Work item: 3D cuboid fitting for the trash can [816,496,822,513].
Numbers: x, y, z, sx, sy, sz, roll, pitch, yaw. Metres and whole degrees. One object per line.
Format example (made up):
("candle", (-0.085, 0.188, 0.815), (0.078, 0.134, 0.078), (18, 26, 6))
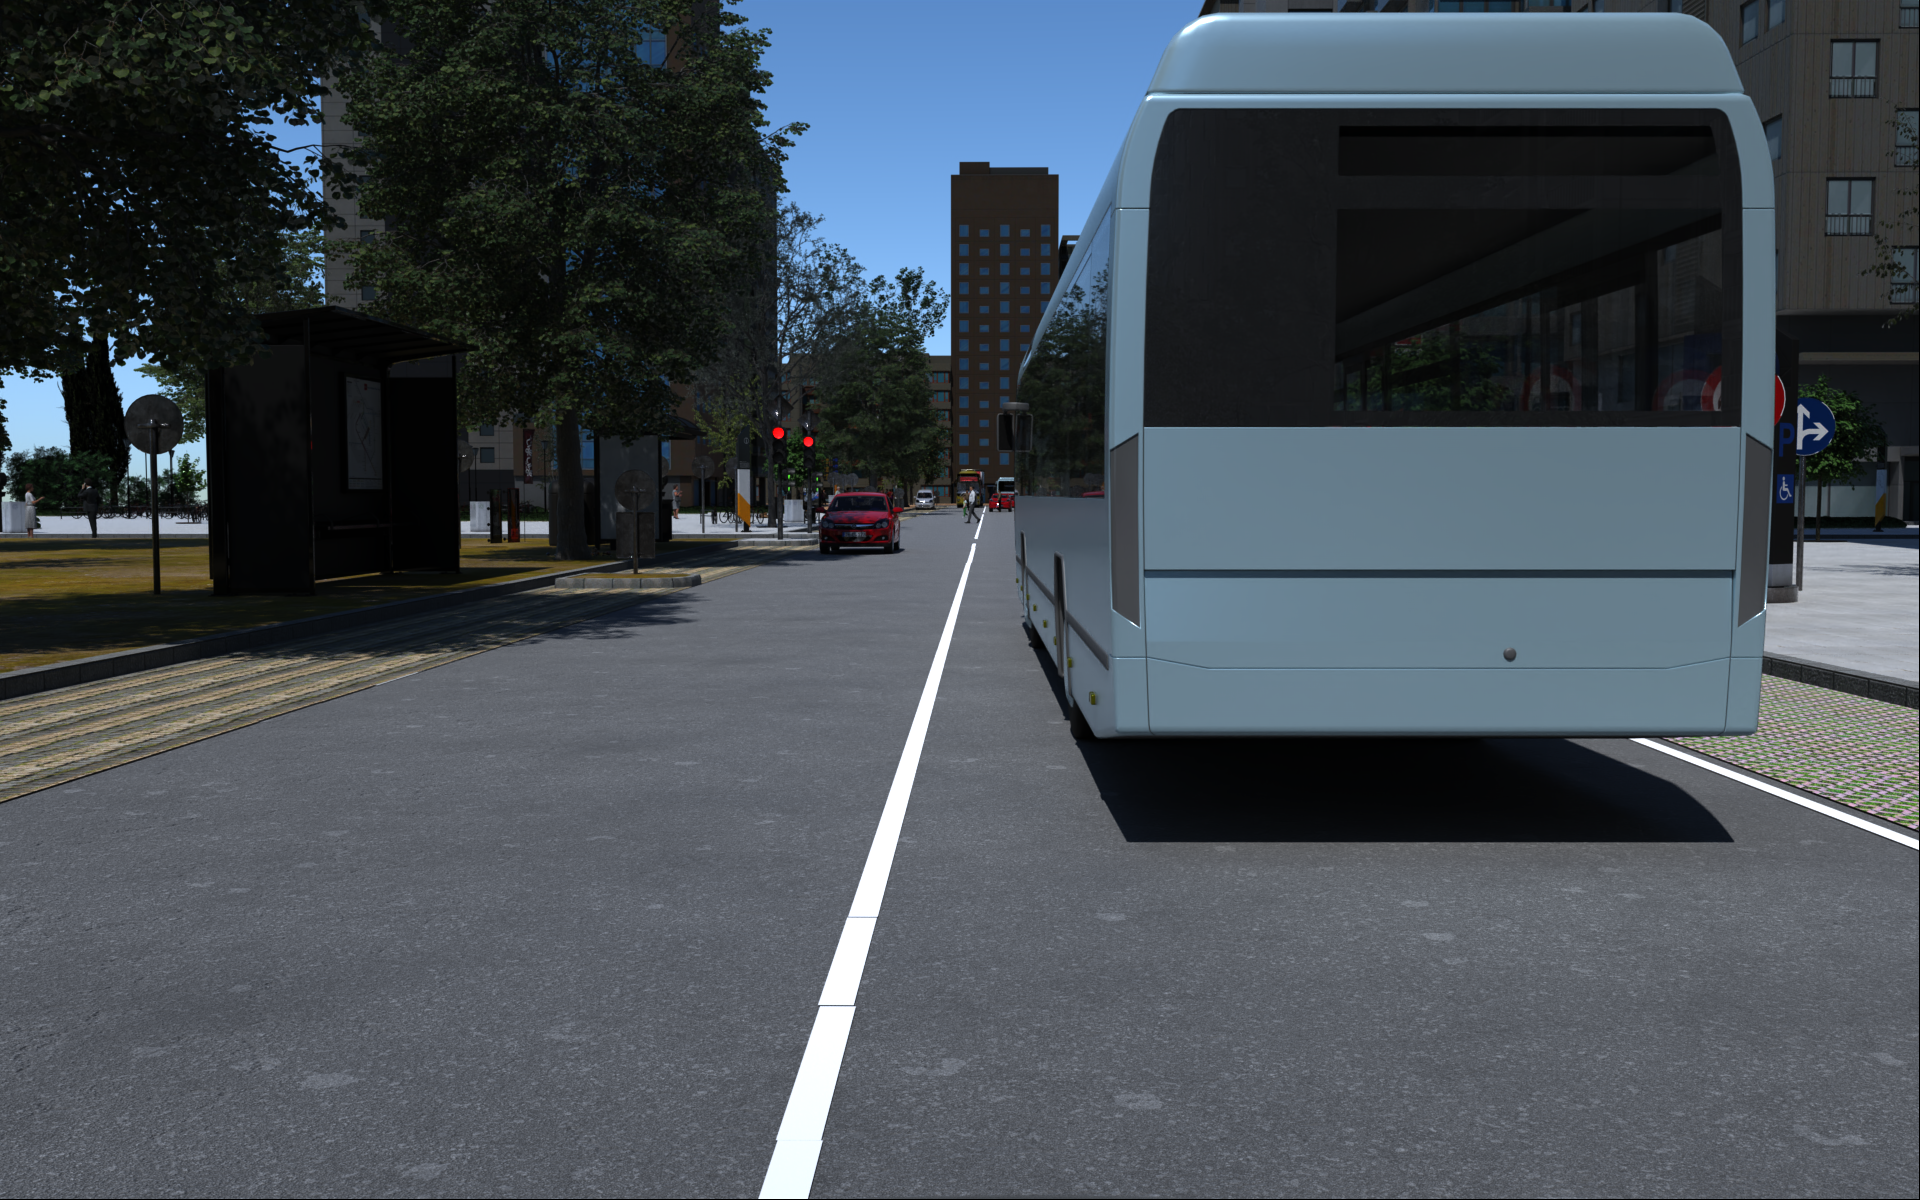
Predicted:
("trash can", (-9.743, -6.515, 118.172), (0.748, 1.137, 0.748), (0, 3, 0))

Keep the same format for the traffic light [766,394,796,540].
("traffic light", (-5.033, -3.649, 48.580), (0.839, 4.253, 0.868), (0, 4, 1))

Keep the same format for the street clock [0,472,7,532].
("street clock", (-32.181, -3.274, 58.102), (0.471, 2.002, 0.358), (2, 4, 34))

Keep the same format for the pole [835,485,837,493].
("pole", (-8.936, -8.007, 124.762), (0.158, 3.312, 0.155), (0, 3, 0))

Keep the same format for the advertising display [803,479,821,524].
("advertising display", (-6.421, -4.272, 75.055), (0.974, 1.923, 0.123), (3, 4, 38))

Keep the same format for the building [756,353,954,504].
("building", (-15.438, -24.334, 242.894), (28.899, 21.520, 27.650), (0, 4, 1))

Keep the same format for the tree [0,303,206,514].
("tree", (-60.961, -13.325, 119.692), (13.155, 14.587, 18.604), (0, 4, -6))

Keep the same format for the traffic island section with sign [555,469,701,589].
("traffic island section with sign", (-5.112, -1.125, 27.024), (1.989, 1.847, 2.006), (0, 4, 1))

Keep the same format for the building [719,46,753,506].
("building", (-26.484, -28.777, 154.101), (14.154, 41.232, 14.086), (0, 4, 1))

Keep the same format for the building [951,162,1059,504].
("building", (6.015, -35.853, 236.304), (14.200, 45.320, 14.600), (0, 4, 1))

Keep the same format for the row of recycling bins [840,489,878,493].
("row of recycling bins", (-7.706, -7.503, 129.779), (3.534, 1.692, 1.069), (-2, 4, -34))

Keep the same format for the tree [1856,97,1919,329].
("tree", (15.570, -4.563, 24.975), (4.360, 8.622, 3.978), (0, 3, 0))

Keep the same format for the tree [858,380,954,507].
("tree", (-5.238, -15.321, 167.501), (9.611, 12.733, 9.660), (0, 3, 0))

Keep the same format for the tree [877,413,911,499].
("tree", (-5.558, -12.051, 147.403), (4.737, 8.622, 4.395), (0, 3, 0))

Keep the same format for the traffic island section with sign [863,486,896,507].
("traffic island section with sign", (-4.191, -4.461, 81.565), (1.989, 1.847, 2.006), (0, 4, 1))

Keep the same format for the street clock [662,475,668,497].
("street clock", (-10.122, -3.302, 58.555), (0.471, 2.002, 0.358), (1, 4, 15))

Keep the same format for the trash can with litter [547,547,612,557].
("trash can with litter", (-7.810, -1.539, 36.216), (1.678, 1.210, 2.233), (1, 4, 8))

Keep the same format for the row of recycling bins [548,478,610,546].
("row of recycling bins", (-9.667, -2.275, 44.309), (1.069, 1.692, 3.534), (0, 4, 3))

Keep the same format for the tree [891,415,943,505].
("tree", (-5.298, -17.240, 199.996), (7.486, 12.596, 7.792), (0, 3, 0))

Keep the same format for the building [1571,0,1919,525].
("building", (46.131, -30.090, 81.209), (27.495, 52.752, 28.713), (0, 4, 1))

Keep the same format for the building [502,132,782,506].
("building", (-31.058, -29.725, 177.878), (23.993, 40.220, 32.217), (0, 4, 1))

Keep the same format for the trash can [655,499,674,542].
("trash can", (-8.020, -2.124, 46.382), (0.748, 1.137, 0.748), (0, 3, 0))

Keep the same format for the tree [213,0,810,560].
("tree", (-7.566, -7.751, 33.382), (9.857, 13.997, 8.962), (0, 3, 0))

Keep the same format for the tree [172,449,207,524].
("tree", (-33.500, -4.912, 74.917), (1.663, 3.219, 1.824), (0, 3, 0))

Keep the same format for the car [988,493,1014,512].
("car", (3.286, -8.025, 140.248), (2.155, 1.783, 4.494), (0, 4, 3))

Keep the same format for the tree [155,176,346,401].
("tree", (-15.128, -5.329, 37.496), (4.360, 8.622, 3.978), (0, 3, 0))

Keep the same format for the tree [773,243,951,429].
("tree", (-7.900, -16.911, 132.381), (12.611, 20.169, 13.585), (0, 3, 0))

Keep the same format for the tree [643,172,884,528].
("tree", (-7.306, -9.519, 66.010), (12.009, 13.543, 11.850), (0, 3, 0))

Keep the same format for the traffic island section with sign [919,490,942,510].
("traffic island section with sign", (-2.891, -9.215, 159.285), (1.989, 1.847, 2.006), (0, 4, 1))

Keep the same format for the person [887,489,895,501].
("person", (-7.601, -11.120, 187.799), (1.348, 1.831, 0.705), (-2, 4, -28))

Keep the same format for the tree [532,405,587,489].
("tree", (-28.297, -10.461, 121.397), (4.360, 8.622, 3.978), (0, 3, 0))

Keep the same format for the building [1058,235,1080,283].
("building", (25.404, -33.726, 243.302), (23.993, 40.220, 32.217), (0, 4, 1))

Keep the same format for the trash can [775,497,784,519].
("trash can", (-9.412, -4.747, 89.274), (0.748, 1.137, 0.748), (0, 3, 0))

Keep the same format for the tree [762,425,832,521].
("tree", (-7.677, -6.045, 82.544), (4.285, 4.588, 4.351), (0, 3, 0))

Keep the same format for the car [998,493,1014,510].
("car", (4.216, -8.807, 153.028), (2.155, 1.783, 4.494), (0, 4, 2))

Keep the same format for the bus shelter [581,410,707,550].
("bus shelter", (-7.554, -2.940, 41.998), (2.014, 3.302, 5.546), (0, 4, 1))

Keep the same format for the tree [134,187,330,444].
("tree", (-26.378, -8.919, 63.953), (7.486, 12.596, 7.792), (0, 3, 0))

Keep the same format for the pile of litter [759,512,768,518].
("pile of litter", (-10.238, -4.825, 92.860), (1.719, 0.858, 1.176), (-2, 4, -35))

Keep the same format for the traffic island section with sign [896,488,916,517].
("traffic island section with sign", (-3.744, -6.109, 108.517), (1.989, 1.847, 2.006), (0, 4, 1))

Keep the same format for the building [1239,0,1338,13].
("building", (34.686, -37.196, 150.159), (21.231, 58.520, 28.212), (0, 4, 1))

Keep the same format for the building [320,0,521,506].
("building", (-53.265, -45.538, 182.796), (20.611, 71.187, 20.563), (0, 4, 1))

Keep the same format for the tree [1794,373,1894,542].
("tree", (23.186, -3.842, 46.530), (4.285, 4.588, 4.351), (0, 3, 0))

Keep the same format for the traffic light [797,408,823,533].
("traffic light", (-4.899, -4.137, 56.564), (0.839, 4.253, 0.868), (0, 4, 1))

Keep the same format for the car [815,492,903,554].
("car", (-2.459, -2.073, 42.935), (2.155, 1.783, 4.494), (0, 4, 1))

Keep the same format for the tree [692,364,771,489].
("tree", (-12.606, -8.994, 97.412), (4.737, 8.622, 4.395), (0, 3, 0))

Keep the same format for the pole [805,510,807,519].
("pole", (-8.108, -5.936, 90.890), (0.158, 3.312, 0.155), (0, 3, 0))

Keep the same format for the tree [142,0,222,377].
("tree", (-8.794, -6.560, 13.911), (9.857, 13.997, 8.962), (0, 3, 0))

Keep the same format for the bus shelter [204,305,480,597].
("bus shelter", (-8.584, -2.045, 24.721), (1.731, 3.624, 6.357), (0, 4, 1))

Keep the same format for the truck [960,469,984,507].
("truck", (1.378, -12.886, 199.604), (2.839, 4.237, 11.283), (0, 4, 3))

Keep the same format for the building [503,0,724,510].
("building", (-27.066, -29.881, 138.657), (14.600, 45.320, 14.200), (0, 4, 1))

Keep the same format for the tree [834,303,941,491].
("tree", (-5.835, -12.901, 117.591), (9.857, 13.997, 8.962), (0, 3, 0))

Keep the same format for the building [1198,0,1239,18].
("building", (38.628, -36.052, 178.688), (28.713, 52.752, 27.495), (0, 4, 1))

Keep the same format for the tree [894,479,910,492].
("tree", (-6.169, -11.247, 178.489), (1.663, 3.219, 1.824), (0, 3, 0))

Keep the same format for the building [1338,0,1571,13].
("building", (37.455, -30.242, 114.062), (23.786, 49.044, 30.456), (0, 4, 1))
